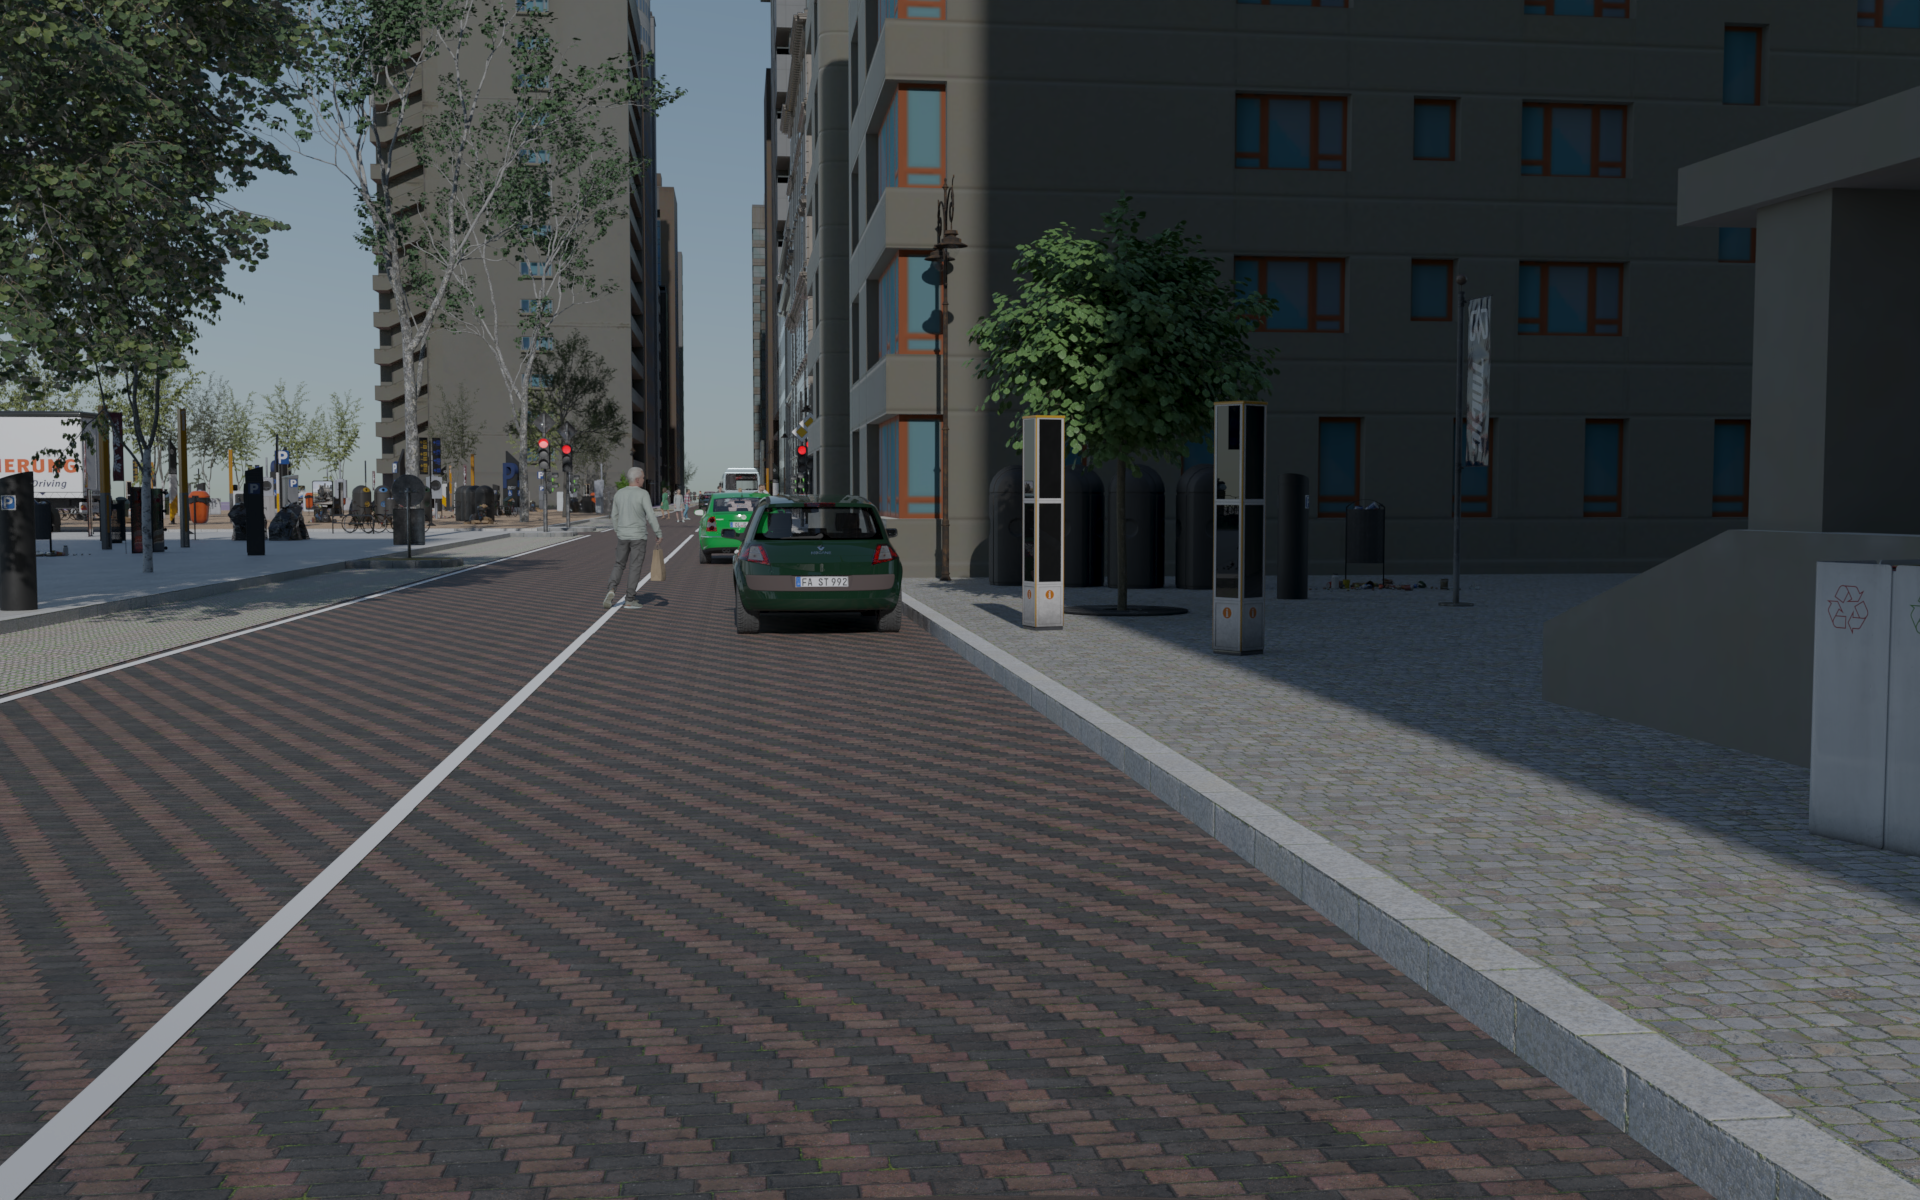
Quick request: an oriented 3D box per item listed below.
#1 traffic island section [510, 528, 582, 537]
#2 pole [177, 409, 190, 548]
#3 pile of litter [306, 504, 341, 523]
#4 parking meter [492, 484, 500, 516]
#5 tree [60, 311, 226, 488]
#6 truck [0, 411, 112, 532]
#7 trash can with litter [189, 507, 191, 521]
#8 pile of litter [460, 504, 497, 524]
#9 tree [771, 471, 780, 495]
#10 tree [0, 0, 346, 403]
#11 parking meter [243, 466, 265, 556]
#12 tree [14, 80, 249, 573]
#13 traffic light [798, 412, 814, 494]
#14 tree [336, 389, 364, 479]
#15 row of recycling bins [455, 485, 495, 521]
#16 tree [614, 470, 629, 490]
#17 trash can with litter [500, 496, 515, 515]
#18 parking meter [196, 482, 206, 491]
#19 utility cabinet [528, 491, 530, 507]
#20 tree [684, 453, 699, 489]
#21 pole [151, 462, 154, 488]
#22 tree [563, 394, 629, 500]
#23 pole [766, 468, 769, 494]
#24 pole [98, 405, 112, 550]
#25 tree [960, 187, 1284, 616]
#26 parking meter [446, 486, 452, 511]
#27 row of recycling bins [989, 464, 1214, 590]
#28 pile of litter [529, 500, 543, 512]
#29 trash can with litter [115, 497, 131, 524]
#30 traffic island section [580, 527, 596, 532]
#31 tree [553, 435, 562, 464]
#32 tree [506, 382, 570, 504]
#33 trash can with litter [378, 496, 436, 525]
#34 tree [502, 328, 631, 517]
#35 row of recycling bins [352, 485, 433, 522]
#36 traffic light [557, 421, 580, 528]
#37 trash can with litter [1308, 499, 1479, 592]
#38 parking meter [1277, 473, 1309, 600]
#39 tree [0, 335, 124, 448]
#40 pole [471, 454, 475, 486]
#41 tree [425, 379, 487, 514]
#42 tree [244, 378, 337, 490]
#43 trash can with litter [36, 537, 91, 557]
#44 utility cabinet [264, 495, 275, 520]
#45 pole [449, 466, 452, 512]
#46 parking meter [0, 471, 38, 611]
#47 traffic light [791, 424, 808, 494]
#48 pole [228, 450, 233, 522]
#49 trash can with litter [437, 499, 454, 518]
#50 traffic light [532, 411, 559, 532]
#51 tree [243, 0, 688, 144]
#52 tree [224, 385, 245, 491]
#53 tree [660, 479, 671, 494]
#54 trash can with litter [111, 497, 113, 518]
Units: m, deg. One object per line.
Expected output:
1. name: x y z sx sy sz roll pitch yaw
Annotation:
1. traffic island section: -14.026 -2.218 58.546 2.009 0.180 2.903 0 4 -7
2. pole: -18.596 -2.913 41.469 0.158 3.312 0.155 0 3 0
3. pile of litter: -28.524 -3.873 77.289 1.719 0.858 1.176 1 4 22
4. parking meter: -27.564 -5.951 103.002 0.399 1.863 0.255 1 4 16
5. tree: -31.439 -7.127 66.890 4.737 8.622 4.395 0 3 0
6. truck: -35.309 -4.298 59.183 11.283 4.237 2.839 0 4 -5
7. trash can with litter: -36.640 -4.362 82.702 1.055 1.170 0.624 -1 4 -11
8. pile of litter: -20.436 -3.668 73.942 1.719 0.858 1.176 1 4 16
9. tree: -15.107 -9.176 144.632 1.663 3.219 1.824 0 3 0
10. tree: -10.522 -6.684 15.938 9.857 13.997 8.962 0 3 0
11. parking meter: -14.769 -1.866 36.225 0.399 1.863 0.255 -1 4 -22
12. tree: -13.485 -4.767 28.302 4.360 8.622 3.978 0 3 0
13. traffic light: -5.149 -4.321 59.572 0.839 4.253 0.868 0 4 -7
14. tree: -43.527 -10.442 121.082 4.737 8.622 4.395 0 3 0
15. row of recycling bins: -22.980 -4.573 81.880 1.069 1.692 3.534 -2 4 -35
16. tree: -27.297 -8.910 140.286 1.663 3.219 1.824 0 3 0
17. trash can with litter: -27.397 -5.684 104.313 0.624 1.170 1.055 3 4 37
18. parking meter: -38.107 -4.972 87.005 0.399 1.863 0.255 1 4 13
19. utility cabinet: -35.179 -7.986 139.257 1.173 1.500 0.318 1 4 16
20. tree: -47.368 -21.234 297.532 4.360 8.622 3.978 0 3 0
21. pole: -51.412 -7.122 110.287 0.158 3.312 0.155 0 3 0
22. tree: -25.442 -10.535 122.615 4.360 8.622 3.978 0 3 0
23. pole: -15.284 -8.783 137.444 0.158 3.312 0.155 0 3 0
24. pole: -19.718 -2.819 39.933 0.158 3.312 0.155 0 3 0
25. tree: 1.734 -2.145 18.791 4.285 4.588 4.351 0 3 0
26. parking meter: -39.129 -7.758 132.549 0.255 1.863 0.399 1 4 21
27. row of recycling bins: 2.060 -1.032 23.978 3.534 1.692 1.069 1 4 21
28. pile of litter: -30.733 -6.824 125.542 1.176 0.858 1.719 0 4 1
29. trash can with litter: -36.337 -3.919 75.467 1.055 1.170 0.624 3 5 41
30. traffic island section: -15.051 -2.702 66.465 2.009 0.180 2.903 0 4 -7
31. tree: -29.407 -11.255 134.375 4.360 8.622 3.978 0 3 0
32. tree: -26.940 -9.880 111.902 4.737 8.622 4.395 0 3 0
33. trash can with litter: -23.308 -3.747 72.324 2.233 1.210 1.678 -2 4 -32
34. tree: -21.717 -9.894 96.174 7.601 10.594 8.767 -3 5 -42
35. row of recycling bins: -26.356 -4.483 80.408 3.534 1.692 1.069 -1 4 -22
36. traffic light: -15.010 -4.735 66.335 0.839 4.253 0.868 0 4 -7
37. trash can with litter: 5.863 -0.752 23.357 2.233 1.210 1.678 1 4 13
38. parking meter: 4.072 -0.781 21.185 0.372 1.533 0.369 0 3 0
39. tree: -40.190 -7.689 76.077 4.737 8.622 4.395 0 3 0
40. pole: -24.769 -5.764 88.080 0.158 3.312 0.155 0 3 0
41. tree: -32.451 -9.837 111.190 4.360 8.622 3.978 0 3 0
42. tree: -42.649 -9.794 110.493 4.737 8.622 4.395 0 3 0
43. trash can with litter: -19.362 -1.510 35.749 2.233 1.210 1.678 0 4 0
44. utility cabinet: -34.765 -4.631 86.882 1.020 1.237 0.306 3 5 40
45. pole: -36.770 -8.024 125.036 0.158 3.312 0.155 0 3 0
46. parking meter: -10.417 -0.655 19.127 0.372 1.533 0.369 0 3 0
47. traffic light: -6.175 -4.806 67.491 0.839 4.253 0.868 0 4 -7
48. pole: -33.392 -5.228 79.326 0.158 3.312 0.155 0 3 0
49. trash can with litter: -27.784 -5.039 93.439 1.678 1.210 2.233 1 4 23
50. traffic light: -13.985 -4.250 58.416 0.839 4.253 0.868 0 4 -7
51. tree: -14.622 -11.810 48.978 12.611 20.169 13.585 0 3 0
52. tree: -48.754 -10.177 116.748 4.737 8.622 4.395 0 3 0
53. tree: -36.687 -13.467 214.792 1.663 3.219 1.824 0 3 0
54. trash can with litter: -49.375 -5.386 99.125 1.678 1.210 2.233 0 4 2
